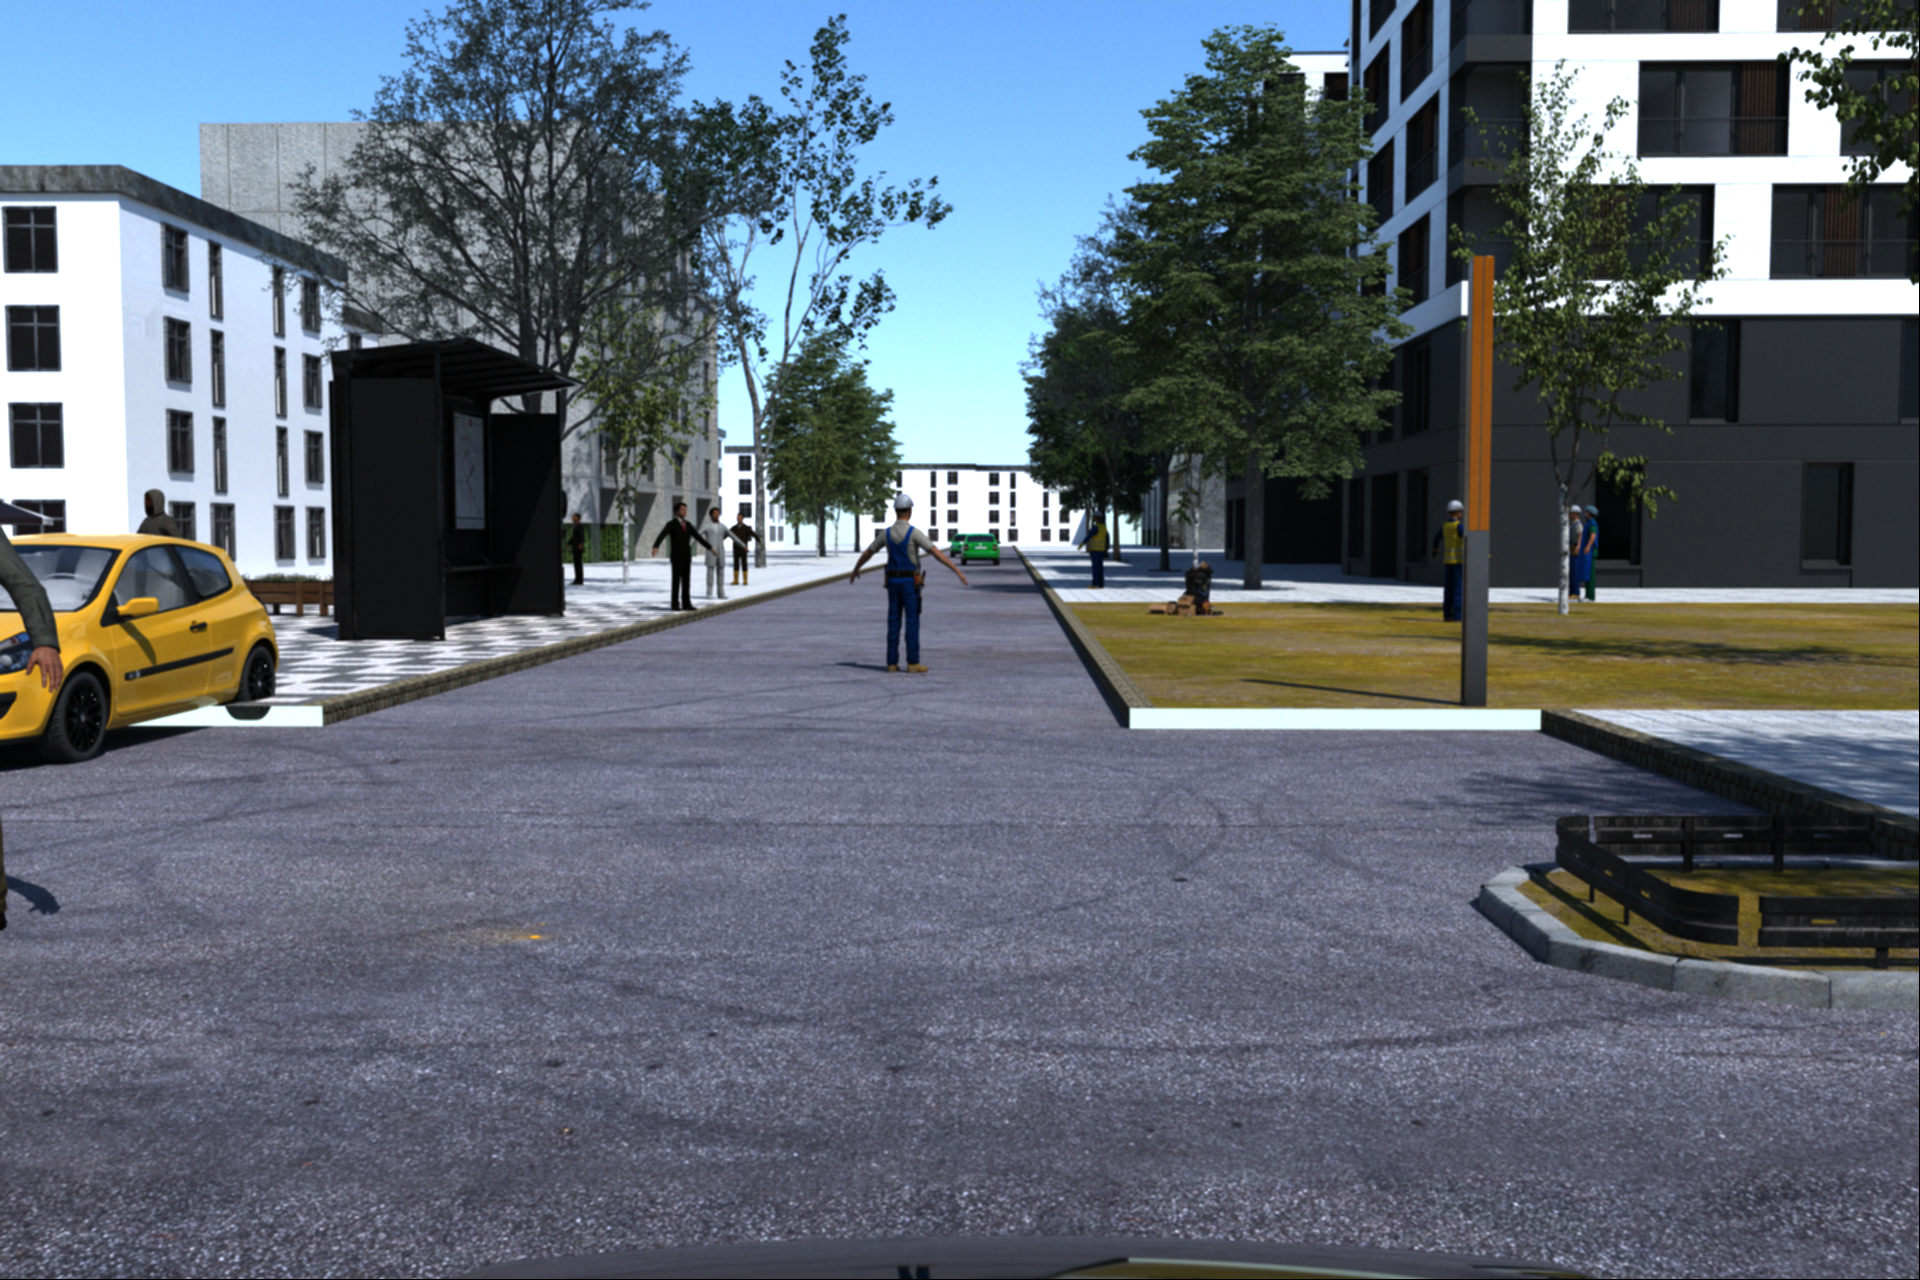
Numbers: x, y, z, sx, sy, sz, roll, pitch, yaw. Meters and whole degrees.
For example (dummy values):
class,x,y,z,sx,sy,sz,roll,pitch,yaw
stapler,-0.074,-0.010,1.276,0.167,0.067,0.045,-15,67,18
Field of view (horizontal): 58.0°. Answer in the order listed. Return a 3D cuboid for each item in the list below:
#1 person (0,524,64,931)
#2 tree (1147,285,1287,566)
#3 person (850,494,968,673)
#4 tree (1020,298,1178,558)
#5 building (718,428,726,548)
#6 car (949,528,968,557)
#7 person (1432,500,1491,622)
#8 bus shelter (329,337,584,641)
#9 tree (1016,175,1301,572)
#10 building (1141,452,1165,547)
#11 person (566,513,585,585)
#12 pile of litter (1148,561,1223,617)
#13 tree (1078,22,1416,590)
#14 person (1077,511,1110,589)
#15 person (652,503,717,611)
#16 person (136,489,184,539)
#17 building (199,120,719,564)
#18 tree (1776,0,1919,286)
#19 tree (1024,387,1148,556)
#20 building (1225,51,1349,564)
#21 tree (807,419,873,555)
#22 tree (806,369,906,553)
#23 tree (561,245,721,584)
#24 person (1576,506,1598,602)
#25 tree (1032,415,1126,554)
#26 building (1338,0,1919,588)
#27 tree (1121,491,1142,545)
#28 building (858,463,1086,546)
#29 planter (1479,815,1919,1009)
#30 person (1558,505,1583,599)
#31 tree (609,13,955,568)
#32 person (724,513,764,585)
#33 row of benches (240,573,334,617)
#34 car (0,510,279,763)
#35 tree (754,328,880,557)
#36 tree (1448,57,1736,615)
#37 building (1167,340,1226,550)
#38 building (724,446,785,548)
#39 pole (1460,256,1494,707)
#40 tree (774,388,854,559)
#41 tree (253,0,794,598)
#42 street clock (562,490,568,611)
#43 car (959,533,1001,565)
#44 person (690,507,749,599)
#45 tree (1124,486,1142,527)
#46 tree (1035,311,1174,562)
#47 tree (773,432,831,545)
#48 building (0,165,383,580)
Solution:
class,x,y,z,sx,sy,sz,roll,pitch,yaw
person,-3.652,0.155,6.202,1.348,1.796,0.705,2,4,23
tree,6.807,-6.001,48.487,4.737,8.622,4.395,0,3,0
person,-0.573,-0.589,17.948,1.347,1.847,0.705,2,4,24
tree,7.667,-11.379,92.701,9.857,13.997,8.962,0,3,0
building,-23.507,-12.143,140.682,9.099,9.664,28.070,0,4,1
car,0.314,-6.040,107.556,1.959,1.807,4.718,0,4,1
person,7.295,-1.152,25.297,0.721,1.772,1.216,-2,4,-24
bus shelter,-6.695,-1.989,23.801,1.731,3.624,6.357,0,4,1
tree,6.986,-9.109,59.308,12.009,13.543,11.850,0,3,0
building,28.789,-19.391,183.496,16.747,18.905,31.486,0,4,2
person,-9.684,-2.295,43.740,0.704,1.802,1.346,-2,4,-27
pile of litter,3.603,-0.843,27.754,1.176,0.858,1.719,0,4,1
tree,6.462,-7.433,39.650,7.486,12.596,7.792,0,3,0
person,3.209,-2.126,40.731,0.705,1.833,1.349,3,4,36
person,-4.640,-1.390,28.913,0.705,1.806,1.347,3,5,42
person,-9.568,-0.884,20.576,1.348,1.813,0.705,2,4,32
building,-23.723,-13.692,90.318,16.747,18.905,31.486,0,4,2
tree,9.675,-4.003,15.804,4.737,8.622,4.395,0,3,0
tree,7.728,-10.277,102.438,8.767,10.594,7.601,1,4,13
building,27.499,-15.025,89.639,27.936,21.610,32.646,0,4,2
tree,-7.588,-9.431,104.565,4.360,8.622,3.978,0,3,0
tree,-7.350,-12.331,119.739,7.486,12.596,7.792,0,3,0
tree,-8.383,-5.753,44.423,4.737,8.622,4.395,0,3,0
person,11.838,-1.623,32.670,0.704,1.817,1.347,1,4,16
tree,8.436,-11.532,114.297,9.928,11.665,9.643,0,3,0
building,26.105,-12.985,56.285,27.936,21.610,32.646,0,4,1
tree,20.648,-15.538,204.414,4.737,8.622,4.395,0,3,0
building,1.326,-16.076,207.445,28.070,9.664,9.099,0,4,-7
planter,2.963,0.914,6.200,1.991,0.319,1.994,0,4,2
person,12.058,-1.727,34.095,0.705,1.847,1.347,0,4,5
tree,-6.862,-12.729,64.002,12.611,20.169,13.585,0,3,0
person,-5.534,-2.288,43.548,1.346,1.812,0.704,1,4,12
row of benches,-10.572,-0.730,27.405,4.104,0.672,1.422,1,4,22
car,-6.299,-0.113,12.068,2.015,1.641,3.980,0,4,2
tree,-7.910,-10.856,95.620,7.486,12.596,7.792,0,3,0
tree,9.596,-4.693,27.096,4.737,8.622,4.395,0,3,0
building,27.945,-19.519,150.066,19.493,23.208,18.063,0,4,2
building,-22.452,-14.467,178.678,9.099,9.664,28.070,0,4,1
pole,3.839,-1.163,12.855,0.158,3.312,0.155,0,3,0
tree,-7.253,-8.391,87.548,4.737,8.622,4.395,0,3,0
tree,-8.422,-7.595,34.544,12.009,13.543,11.850,0,3,0
street clock,-6.688,-1.481,28.783,0.358,2.002,0.471,0,4,2
car,0.940,-4.381,80.421,1.959,1.807,4.718,0,4,0
person,-4.820,-1.712,34.184,1.347,1.806,0.705,-2,4,-30
tree,23.141,-17.871,210.314,7.486,12.596,7.792,0,3,0
tree,7.240,-9.495,81.006,9.928,11.665,9.643,0,3,0
tree,-19.793,-18.606,210.861,9.857,13.997,8.962,0,3,0
building,-23.417,-6.819,53.632,9.099,9.664,28.070,0,4,1
